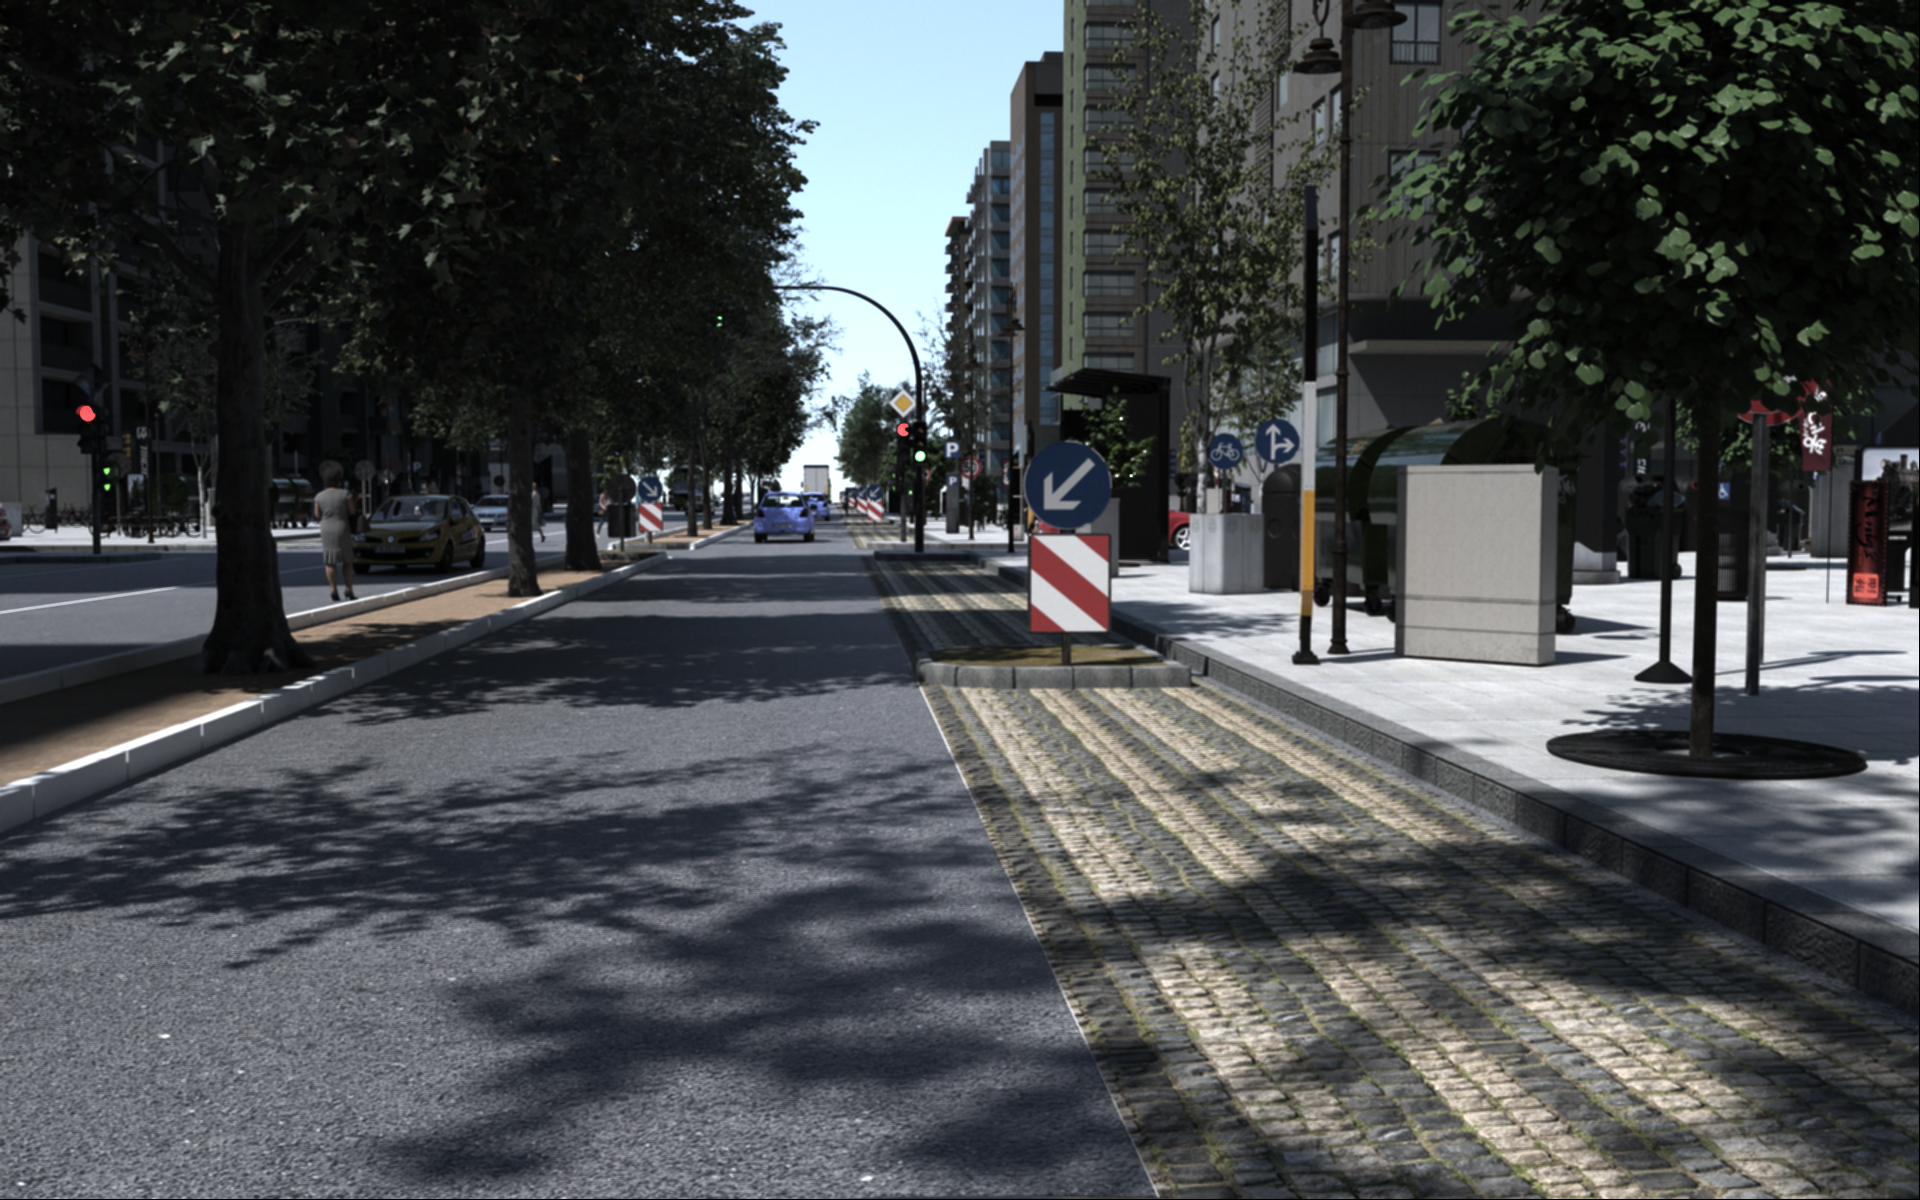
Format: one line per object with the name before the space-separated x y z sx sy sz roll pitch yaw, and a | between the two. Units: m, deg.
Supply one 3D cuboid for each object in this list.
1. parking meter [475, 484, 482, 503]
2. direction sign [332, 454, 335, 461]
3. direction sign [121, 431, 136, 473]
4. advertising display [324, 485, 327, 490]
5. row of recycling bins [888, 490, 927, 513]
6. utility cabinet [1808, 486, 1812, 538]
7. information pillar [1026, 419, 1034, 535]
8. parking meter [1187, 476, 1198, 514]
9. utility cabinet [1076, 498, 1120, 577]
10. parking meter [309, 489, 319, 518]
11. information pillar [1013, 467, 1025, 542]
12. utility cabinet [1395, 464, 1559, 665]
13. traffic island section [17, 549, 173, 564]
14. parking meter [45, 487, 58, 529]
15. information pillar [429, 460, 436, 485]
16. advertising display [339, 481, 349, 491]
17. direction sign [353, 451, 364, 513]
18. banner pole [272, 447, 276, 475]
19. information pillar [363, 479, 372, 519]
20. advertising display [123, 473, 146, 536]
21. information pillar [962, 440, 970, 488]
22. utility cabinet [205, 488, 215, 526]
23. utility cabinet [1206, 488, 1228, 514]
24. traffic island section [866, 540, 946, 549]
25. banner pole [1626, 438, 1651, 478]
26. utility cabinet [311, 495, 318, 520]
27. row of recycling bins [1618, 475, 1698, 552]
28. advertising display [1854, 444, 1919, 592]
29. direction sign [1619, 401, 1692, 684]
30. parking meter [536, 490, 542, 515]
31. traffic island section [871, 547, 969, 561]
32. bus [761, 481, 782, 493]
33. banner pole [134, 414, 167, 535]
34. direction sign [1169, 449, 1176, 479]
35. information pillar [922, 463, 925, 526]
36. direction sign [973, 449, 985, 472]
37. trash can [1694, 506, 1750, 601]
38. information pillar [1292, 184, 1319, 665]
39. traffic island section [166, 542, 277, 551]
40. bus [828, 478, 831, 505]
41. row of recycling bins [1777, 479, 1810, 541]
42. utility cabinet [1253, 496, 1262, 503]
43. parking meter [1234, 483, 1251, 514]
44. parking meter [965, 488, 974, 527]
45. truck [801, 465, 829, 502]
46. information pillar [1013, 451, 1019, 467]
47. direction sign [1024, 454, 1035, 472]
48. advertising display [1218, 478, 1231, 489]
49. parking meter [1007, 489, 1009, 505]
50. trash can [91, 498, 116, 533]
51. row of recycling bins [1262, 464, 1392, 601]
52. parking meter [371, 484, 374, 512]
parking meter | -26.858 -5.562 96.652 0.255 1.863 0.399 0 4 4
direction sign | -35.722 -6.536 98.857 0.379 3.537 0.876 -2 4 -27
direction sign | -29.541 -4.284 62.033 0.876 3.537 0.379 0 4 0
advertising display | -35.230 -5.633 97.320 0.974 1.923 0.123 0 4 -5
row of recycling bins | -3.529 -6.657 115.953 1.069 1.692 3.534 -3 5 -44
utility cabinet | 24.497 -2.525 49.964 1.173 1.500 0.318 0 4 -5
information pillar | 2.213 -3.826 53.918 0.183 3.616 0.504 -1 4 -11
parking meter | 7.701 -3.158 57.339 0.255 1.863 0.399 -1 4 -22
utility cabinet | 2.100 -0.940 26.533 0.306 1.237 1.020 2 4 29
parking meter | -32.452 -4.820 87.222 0.372 1.533 0.369 0 3 0
information pillar | 1.565 -2.591 46.859 0.304 2.012 0.304 1 4 17
utility cabinet | 3.949 -0.281 13.270 1.173 1.500 0.318 3 5 42
traffic island section | -18.428 -0.897 36.953 2.009 0.180 2.903 0 4 -4
parking meter | -33.127 -3.347 63.142 0.372 1.533 0.369 0 3 0
information pillar | -36.295 -7.822 119.249 0.183 3.616 0.504 3 4 38
advertising display | -29.593 -4.784 83.436 0.123 1.923 0.974 0 4 -7
direction sign | -31.336 -6.017 90.370 0.876 3.537 0.379 2 4 35
banner pole | -36.722 -6.288 92.829 0.401 3.779 0.863 -2 4 -29
information pillar | -24.631 -4.127 71.973 0.304 2.012 0.304 -1 4 -10
advertising display | -25.245 -2.923 53.003 0.123 1.923 0.974 0 4 5
information pillar | 0.302 -4.885 71.221 0.504 3.616 0.183 2 4 29
utility cabinet | -29.207 -3.652 68.390 0.318 1.500 1.173 2 4 30
utility cabinet | 9.946 -3.590 67.377 1.173 1.500 0.318 2 4 34
traffic island section | -1.484 -1.464 46.224 2.009 0.180 2.903 0 4 -4
banner pole | 19.308 -3.638 49.490 0.863 3.779 0.401 1 4 21
utility cabinet | -31.728 -4.590 86.208 0.306 1.237 1.020 3 5 43
row of recycling bins | 15.774 -1.918 38.475 3.534 1.692 1.069 -3 4 -37
advertising display | 12.147 -1.063 22.597 0.974 1.923 0.123 0 4 -4
direction sign | 4.831 -1.210 11.775 0.379 3.537 0.876 3 5 43
parking meter | -25.256 -5.835 103.808 0.372 1.533 0.369 0 3 0
traffic island section | -0.886 -0.977 38.261 2.009 0.180 2.903 0 4 -4
bus | -25.825 -14.769 236.334 2.948 3.499 13.247 0 4 -6
banner pole | -25.205 -3.909 53.928 0.863 3.779 0.401 -1 4 -19
direction sign | 10.527 -5.850 87.651 0.876 3.537 0.379 3 4 37
information pillar | -1.597 -4.825 70.235 0.183 3.616 0.504 2 4 24
direction sign | 0.848 -5.815 87.074 0.876 3.537 0.379 2 4 23
trash can | 9.246 -0.564 20.879 0.748 1.137 0.748 0 3 0
information pillar | 2.613 -1.323 12.984 0.183 3.616 0.504 1 4 9
traffic island section | -19.026 -1.384 44.916 2.009 0.180 2.903 0 4 -4
bus | -18.685 -14.749 232.692 2.896 3.916 12.252 0 4 -5
row of recycling bins | 21.660 -2.512 48.176 3.534 1.692 1.069 1 4 16
utility cabinet | 9.126 -2.549 52.833 0.306 1.237 1.020 1 4 16
parking meter | 6.417 -1.891 39.324 0.372 1.533 0.369 0 3 0
parking meter | 0.377 -3.636 67.860 0.372 1.533 0.369 0 3 0
truck | -14.339 -11.198 171.994 2.839 4.237 11.283 0 4 -6
information pillar | 2.964 -6.258 93.670 0.504 3.616 0.183 2 4 26
direction sign | 3.933 -6.487 98.062 0.379 3.537 0.876 3 5 45
advertising display | 10.705 -3.964 70.031 0.123 1.923 0.974 2 4 34
parking meter | 3.054 -6.018 104.097 0.399 1.863 0.255 1 4 8
trash can | -28.241 -2.783 57.163 0.748 1.137 0.748 0 3 0
row of recycling bins | 4.983 -0.925 22.243 1.069 1.692 3.534 -1 4 -21
parking meter | -34.142 -5.783 100.268 0.399 1.863 0.255 3 5 43
